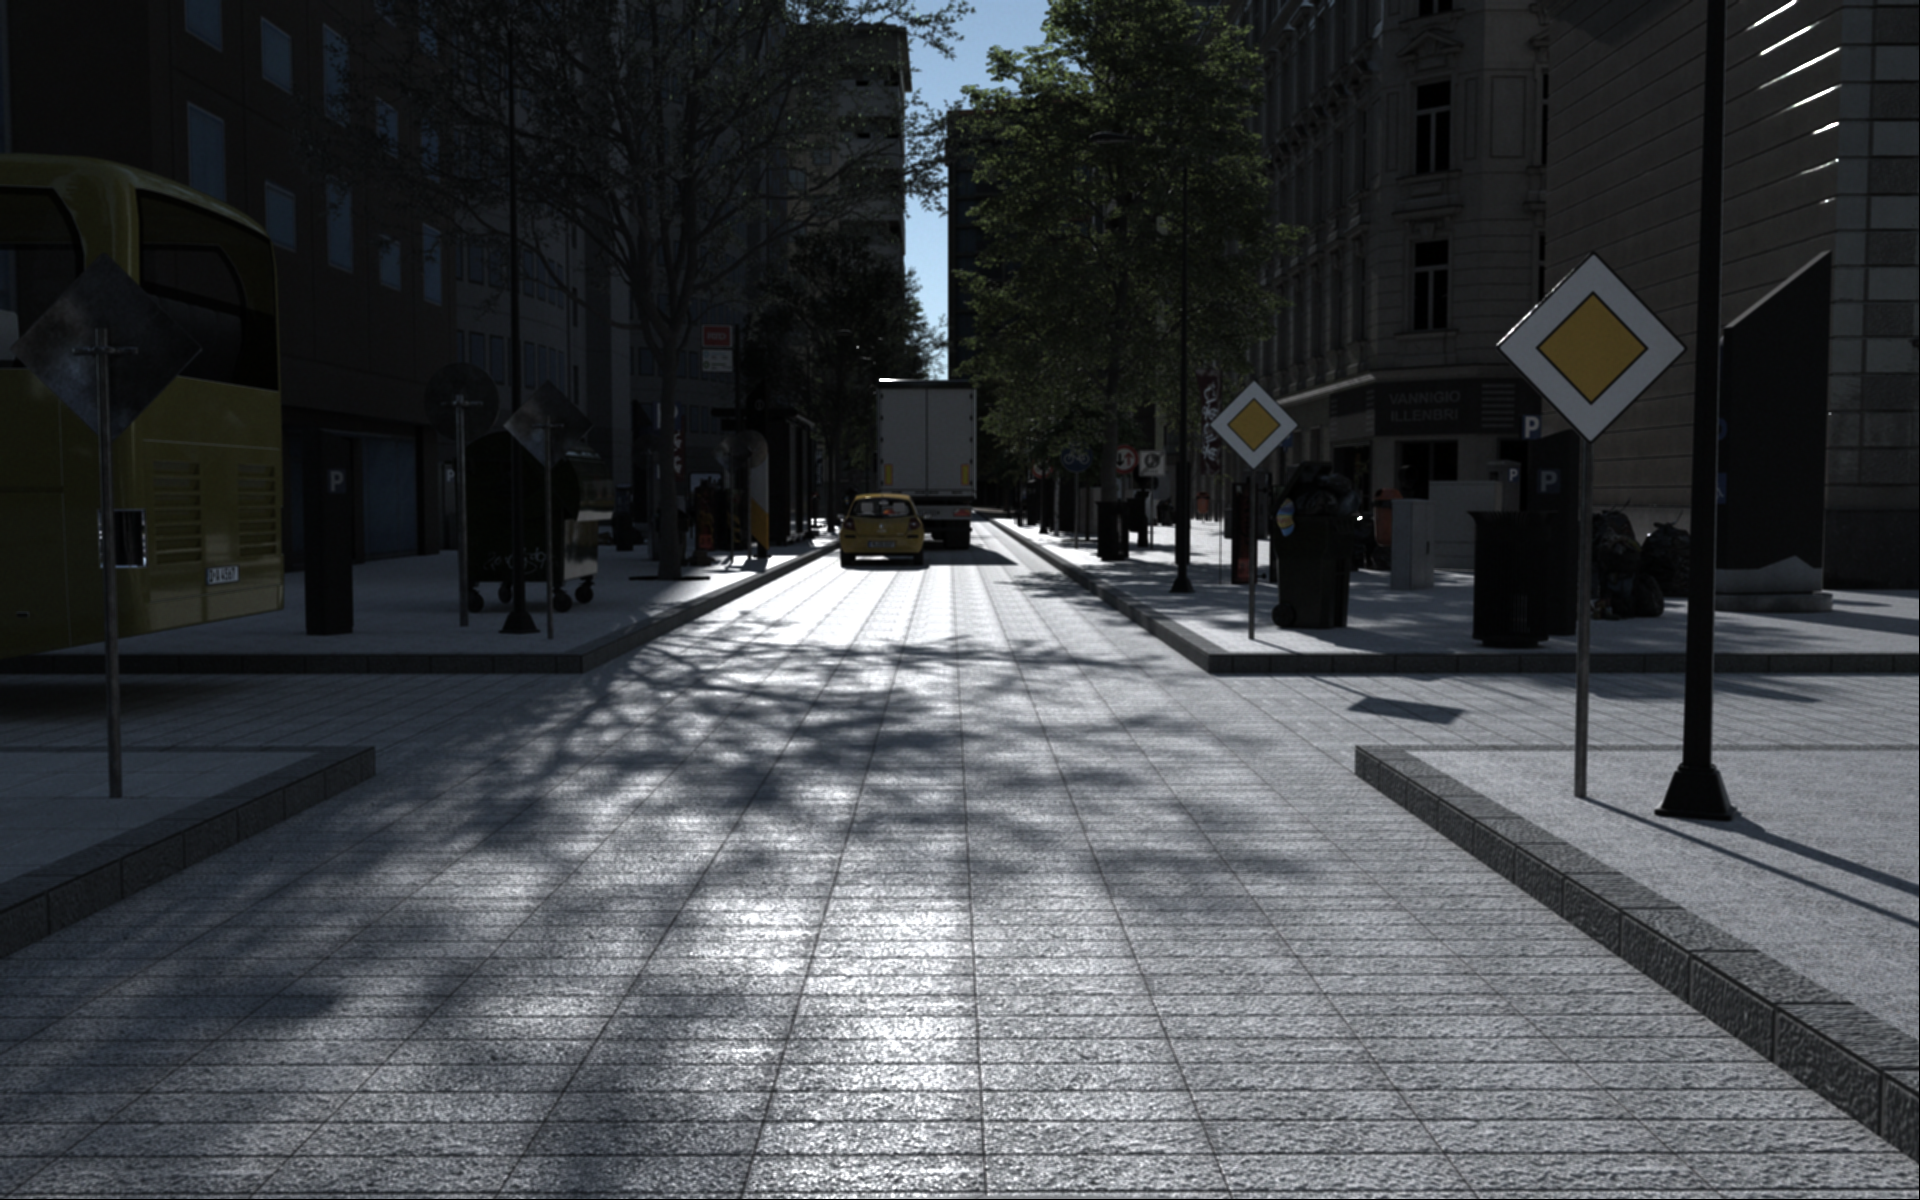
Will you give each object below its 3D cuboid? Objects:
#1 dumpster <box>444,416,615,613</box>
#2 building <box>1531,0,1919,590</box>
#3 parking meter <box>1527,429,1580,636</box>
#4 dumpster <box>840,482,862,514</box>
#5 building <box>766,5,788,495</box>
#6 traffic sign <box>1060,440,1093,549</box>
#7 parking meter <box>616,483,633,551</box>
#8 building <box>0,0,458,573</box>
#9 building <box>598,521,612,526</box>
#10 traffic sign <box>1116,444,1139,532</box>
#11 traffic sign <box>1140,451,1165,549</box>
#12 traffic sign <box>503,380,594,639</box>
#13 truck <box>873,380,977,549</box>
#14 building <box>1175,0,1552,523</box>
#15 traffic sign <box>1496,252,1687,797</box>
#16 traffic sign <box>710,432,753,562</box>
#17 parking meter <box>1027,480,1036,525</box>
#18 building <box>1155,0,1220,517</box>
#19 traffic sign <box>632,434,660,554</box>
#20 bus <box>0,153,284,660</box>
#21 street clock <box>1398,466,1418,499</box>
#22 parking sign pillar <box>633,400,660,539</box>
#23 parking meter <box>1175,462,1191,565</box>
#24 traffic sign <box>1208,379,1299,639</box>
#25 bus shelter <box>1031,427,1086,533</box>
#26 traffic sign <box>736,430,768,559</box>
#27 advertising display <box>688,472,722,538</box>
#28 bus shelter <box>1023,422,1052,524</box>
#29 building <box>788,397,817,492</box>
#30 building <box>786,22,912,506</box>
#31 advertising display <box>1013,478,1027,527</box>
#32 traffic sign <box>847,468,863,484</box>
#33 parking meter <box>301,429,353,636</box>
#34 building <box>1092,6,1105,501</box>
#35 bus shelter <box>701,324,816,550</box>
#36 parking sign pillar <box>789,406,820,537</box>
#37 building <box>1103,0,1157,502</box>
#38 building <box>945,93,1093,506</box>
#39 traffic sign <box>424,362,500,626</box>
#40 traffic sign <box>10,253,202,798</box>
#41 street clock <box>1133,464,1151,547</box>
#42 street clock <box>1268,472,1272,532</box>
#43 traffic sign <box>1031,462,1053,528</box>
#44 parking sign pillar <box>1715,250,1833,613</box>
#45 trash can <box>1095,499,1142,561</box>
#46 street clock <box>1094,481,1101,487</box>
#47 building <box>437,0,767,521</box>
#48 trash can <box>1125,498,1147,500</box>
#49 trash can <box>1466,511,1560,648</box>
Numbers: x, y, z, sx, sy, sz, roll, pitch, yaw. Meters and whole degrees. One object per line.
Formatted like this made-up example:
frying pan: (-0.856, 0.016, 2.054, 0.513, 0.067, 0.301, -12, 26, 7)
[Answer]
dumpster: (-4.812, -1.037, 19.452, 1.502, 2.255, 1.985, 0, 4, 0)
building: (23.645, -14.117, 28.082, 25.104, 27.353, 12.463, 0, 4, 0)
parking meter: (5.407, -0.617, 15.798, 0.255, 1.863, 0.399, -3, 5, -43)
dumpster: (-5.236, -4.596, 80.908, 1.264, 1.857, 1.865, 0, 4, 0)
building: (-20.134, -29.107, 126.005, 14.600, 45.320, 14.200, 0, 4, 0)
traffic sign: (2.734, -2.480, 40.659, 0.768, 2.556, 0.104, 0, 4, 4)
parking meter: (-7.571, -1.875, 39.068, 0.372, 1.533, 0.369, 0, 3, 0)
building: (-17.658, -23.173, 28.984, 14.600, 45.320, 14.200, 0, 4, 0)
building: (-24.338, -31.541, 57.691, 21.231, 58.520, 28.212, 0, 4, 0)
traffic sign: (4.196, -2.704, 44.318, 0.768, 2.556, 0.104, 0, 4, 3)
traffic sign: (4.478, -2.343, 40.430, 0.606, 2.300, 0.079, 0, 4, 3)
traffic sign: (-3.618, -0.710, 15.247, 0.795, 2.450, 0.064, 0, 4, 0)
truck: (-1.036, -3.625, 48.189, 2.839, 4.237, 11.283, 0, 4, -2)
building: (19.751, -17.857, 68.372, 17.030, 29.872, 44.131, 0, 4, 0)
traffic sign: (2.627, -0.223, 7.281, 0.795, 2.450, 0.064, 0, 4, 0)
traffic sign: (-4.273, -1.910, 32.422, 0.795, 2.450, 0.064, 0, 4, 1)
parking meter: (2.940, -4.013, 71.323, 0.255, 1.863, 0.399, 2, 4, 32)
building: (18.163, -25.457, 99.819, 14.154, 41.232, 14.086, 0, 4, 0)
traffic sign: (-6.605, -2.245, 36.805, 0.768, 2.556, 0.104, 0, 4, 6)
bus: (-11.209, -1.239, 11.811, 12.252, 3.916, 2.896, 0, 4, -1)
street clock: (11.455, -2.432, 44.341, 0.471, 2.002, 0.358, -2, 4, -32)
parking sign pillar: (-8.973, -3.773, 50.167, 1.447, 3.967, 1.447, 1, 4, 17)
parking meter: (4.070, -1.586, 31.635, 0.255, 1.863, 0.399, 0, 4, 5)
traffic sign: (2.576, -0.711, 15.266, 0.795, 2.450, 0.064, 0, 4, 0)
bus shelter: (3.453, -4.228, 60.411, 1.731, 3.624, 6.357, 0, 4, 0)
traffic sign: (-4.178, -2.091, 34.296, 0.768, 2.556, 0.104, 1, 4, 9)
advertising display: (-7.369, -2.751, 50.189, 0.974, 1.923, 0.123, -1, 4, -18)
bus shelter: (4.026, -6.181, 78.697, 2.179, 5.291, 8.768, 0, 4, 0)
building: (-28.563, -50.929, 145.355, 31.000, 86.520, 22.319, 0, 4, 0)
building: (-17.247, -37.108, 195.949, 27.495, 52.752, 28.713, 0, 4, 0)
advertising display: (2.533, -4.148, 73.033, 0.123, 1.923, 0.974, 2, 4, 32)
traffic sign: (-5.132, -5.160, 84.469, 0.768, 2.556, 0.104, 0, 4, 1)
parking meter: (-5.779, -0.620, 15.850, 0.255, 1.863, 0.399, 2, 4, 25)
building: (21.423, -36.714, 142.277, 21.231, 58.520, 28.212, 0, 4, 0)
bus shelter: (-5.038, -4.035, 43.608, 2.179, 5.291, 8.768, 0, 4, -1)
parking sign pillar: (-4.985, -3.911, 52.416, 1.447, 3.967, 1.447, -2, 4, -26)
building: (21.385, -30.215, 117.721, 21.300, 48.544, 21.600, 0, 4, 0)
building: (11.137, -32.874, 192.108, 28.867, 44.769, 22.147, 0, 4, 0)
traffic sign: (-4.815, -1.017, 16.737, 0.768, 2.556, 0.104, 0, 4, 7)
traffic sign: (-3.567, -0.221, 7.262, 0.795, 2.450, 0.064, 0, 4, 0)
street clock: (4.415, -2.275, 41.765, 0.358, 2.002, 0.471, -3, 5, -45)
street clock: (10.244, -3.246, 57.635, 0.358, 2.002, 0.471, 0, 4, 2)
traffic sign: (2.696, -3.476, 56.935, 0.768, 2.556, 0.104, 0, 4, 2)
parking sign pillar: (8.946, -1.882, 19.243, 1.447, 3.967, 1.447, -1, 4, -17)
trash can: (2.959, -1.332, 33.433, 0.748, 1.137, 0.748, 0, 3, 0)
street clock: (6.769, -5.008, 86.457, 0.471, 2.002, 0.358, -2, 4, -32)
building: (-23.601, -34.357, 103.739, 21.231, 58.520, 28.212, 0, 4, 0)
trash can: (6.020, -2.908, 59.202, 0.748, 1.137, 0.748, 0, 3, 0)
trash can: (4.640, -0.179, 14.575, 0.748, 1.137, 0.748, 0, 3, 0)
